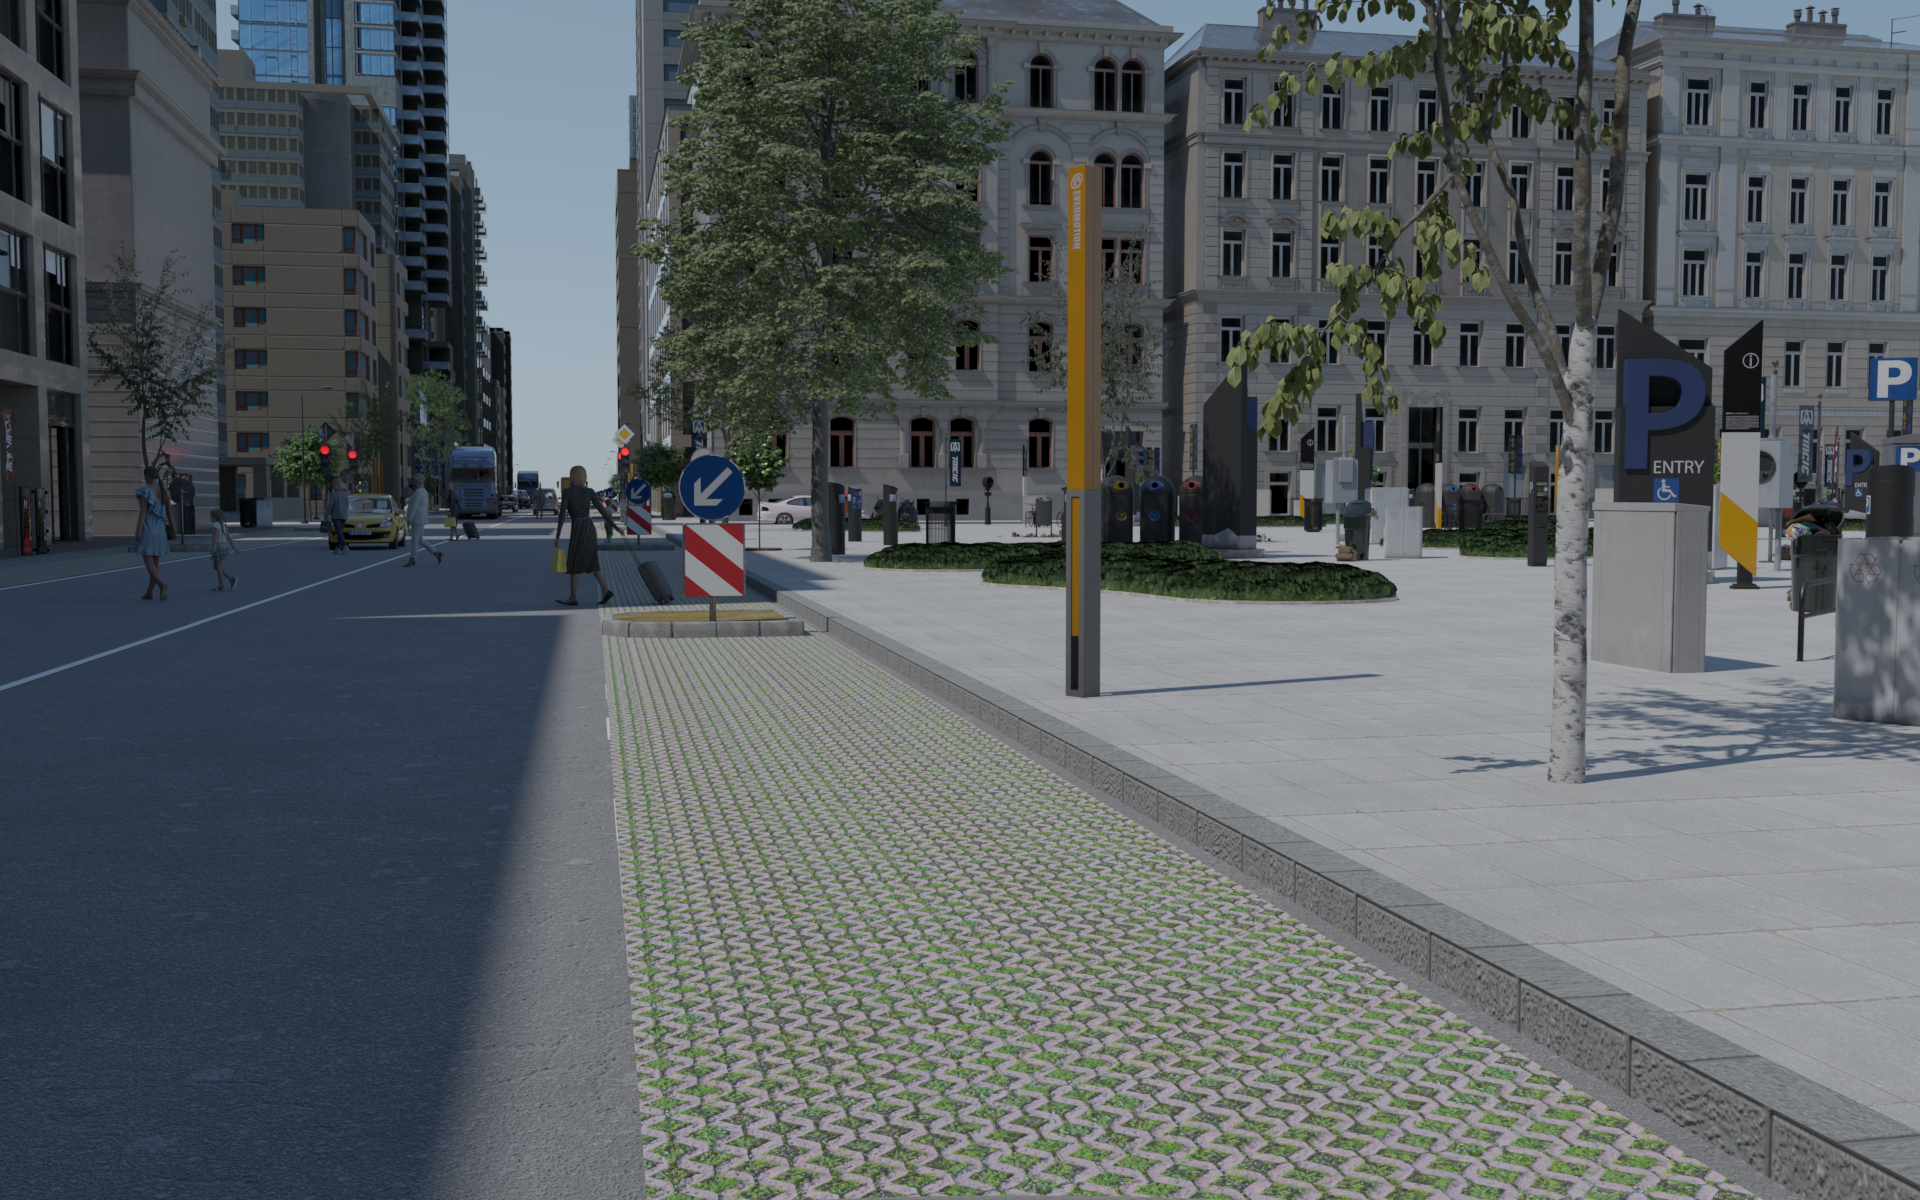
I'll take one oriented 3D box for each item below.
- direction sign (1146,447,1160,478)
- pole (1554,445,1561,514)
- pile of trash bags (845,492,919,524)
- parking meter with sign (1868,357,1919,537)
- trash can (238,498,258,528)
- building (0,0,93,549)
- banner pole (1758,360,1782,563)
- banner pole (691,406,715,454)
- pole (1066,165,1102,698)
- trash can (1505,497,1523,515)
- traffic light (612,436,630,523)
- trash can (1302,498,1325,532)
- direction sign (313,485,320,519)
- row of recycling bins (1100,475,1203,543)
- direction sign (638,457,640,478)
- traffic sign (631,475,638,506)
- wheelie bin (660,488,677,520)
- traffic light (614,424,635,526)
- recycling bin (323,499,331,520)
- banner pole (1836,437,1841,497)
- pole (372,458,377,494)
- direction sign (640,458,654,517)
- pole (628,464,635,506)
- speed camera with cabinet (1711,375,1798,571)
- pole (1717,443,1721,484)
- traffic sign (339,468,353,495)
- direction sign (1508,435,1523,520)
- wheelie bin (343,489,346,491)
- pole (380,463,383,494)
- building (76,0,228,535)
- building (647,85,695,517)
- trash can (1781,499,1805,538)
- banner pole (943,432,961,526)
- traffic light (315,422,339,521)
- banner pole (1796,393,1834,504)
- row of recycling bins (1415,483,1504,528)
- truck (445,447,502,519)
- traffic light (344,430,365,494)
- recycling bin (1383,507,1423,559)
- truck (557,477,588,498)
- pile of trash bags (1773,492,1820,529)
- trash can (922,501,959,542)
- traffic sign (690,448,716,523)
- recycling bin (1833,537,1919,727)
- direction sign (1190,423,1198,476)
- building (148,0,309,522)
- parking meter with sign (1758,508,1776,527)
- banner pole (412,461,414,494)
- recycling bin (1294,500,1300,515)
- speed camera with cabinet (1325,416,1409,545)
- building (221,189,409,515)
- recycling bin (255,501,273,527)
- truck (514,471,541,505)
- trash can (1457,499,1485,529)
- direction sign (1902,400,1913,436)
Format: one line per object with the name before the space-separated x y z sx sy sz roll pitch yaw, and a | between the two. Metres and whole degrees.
direction sign | 9.343 -5.620 83.877 0.876 3.537 0.379 -3 4 -38
pole | 24.921 -4.794 72.219 0.158 3.312 0.155 0 3 0
pile of trash bags | -3.318 -3.671 69.768 3.447 1.369 1.912 0 4 4
parking meter with sign | 11.661 -1.540 21.432 0.543 3.016 1.738 1 4 19
trash can | -27.175 -3.332 66.129 0.748 1.137 0.748 0 3 0
building | -29.676 -13.680 28.190 19.350 26.468 34.151 -1 4 -12
banner pole | 15.021 -2.599 32.509 0.401 3.779 0.863 -3 5 -43
banner pole | -7.214 -3.610 49.040 0.863 3.779 0.401 -2 4 -23
pole | 0.780 -1.043 10.900 0.158 3.312 0.155 0 3 0
trash can | 23.377 -3.761 73.145 0.748 1.137 0.748 0 3 0
traffic light | -15.157 -5.416 77.478 0.839 4.253 0.868 -1 4 -12
trash can | 11.869 -2.847 58.198 0.748 1.137 0.748 0 3 0
direction sign | -32.635 -5.855 87.730 0.379 3.537 0.876 2 4 33
row of recycling bins | 4.763 -1.907 38.295 3.534 1.692 1.069 1 4 17
direction sign | -19.532 -6.945 105.553 0.379 3.537 0.876 -1 4 -22
traffic sign | -21.742 -7.120 116.510 0.768 2.556 0.104 -1 4 -11
wheelie bin | -14.274 -4.700 84.756 0.693 1.594 0.980 -2 4 -30
traffic light | -13.488 -4.939 69.669 0.839 4.253 0.868 -1 4 -12
recycling bin | -31.265 -4.509 86.271 0.722 1.027 0.722 -2 4 -30
banner pole | 38.385 -5.270 76.179 0.863 3.779 0.401 0 4 -5
pole | -32.775 -6.311 97.021 0.158 3.312 0.155 0 3 0
direction sign | -17.522 -6.488 98.077 0.876 3.537 0.379 0 4 -6
pole | -22.095 -7.529 116.949 0.158 3.312 0.155 0 3 0
speed camera with cabinet | 12.890 -2.131 29.181 0.660 3.252 2.038 -3 5 -41
pole | 30.021 -4.561 68.415 0.158 3.312 0.155 0 3 0
traffic sign | -30.217 -5.220 85.453 0.768 2.556 0.104 0 4 -8
direction sign | 21.386 -4.571 66.728 0.876 3.537 0.379 -3 4 -38
wheelie bin | -35.666 -5.611 99.642 0.980 1.594 0.693 1 4 9
pole | -37.682 -7.278 112.833 0.158 3.312 0.155 0 3 0
building | -38.165 -13.162 57.007 24.055 21.916 13.314 -1 4 -12
building | -10.614 -19.087 116.588 19.350 26.468 34.151 -1 4 -12
trash can | 24.453 -2.406 50.994 0.748 1.137 0.748 0 3 0
banner pole | -0.344 -4.856 69.413 0.863 3.779 0.401 1 4 11
traffic light | -24.596 -4.793 67.288 0.839 4.253 0.868 -1 4 -12
banner pole | 21.112 -3.240 42.997 0.863 3.779 0.401 -1 4 -18
row of recycling bins | 19.015 -3.603 66.016 3.534 1.692 1.069 -1 4 -13
truck | -28.994 -7.000 104.210 2.967 4.110 18.799 -1 4 -14
traffic light | -26.265 -5.271 75.097 0.839 4.253 0.868 -1 4 -12
recycling bin | 8.882 -1.356 34.732 0.722 1.027 0.722 1 4 11
truck | -43.319 -12.100 193.765 3.469 3.379 9.791 -1 4 -13
pile of trash bags | 30.564 -3.256 62.984 1.912 1.369 3.447 3 5 41
trash can | -0.392 -1.430 35.028 0.748 1.137 0.748 0 3 0
traffic sign | -7.072 -2.927 47.956 0.768 2.556 0.104 0 4 -4
recycling bin | 5.486 0.166 9.837 0.722 1.027 0.722 -3 4 -39
direction sign | 7.533 -3.909 55.909 0.379 3.537 0.876 0 4 -7
building | -49.385 -23.863 82.033 32.217 40.220 23.993 -1 4 -12
parking meter with sign | 31.095 -4.311 66.742 1.738 3.016 0.543 1 4 21
banner pole | -41.252 -8.600 130.624 0.401 3.779 0.863 -2 4 -25
recycling bin | 13.987 -3.554 70.663 0.722 1.027 0.722 1 4 11
speed camera with cabinet | 10.373 -3.045 44.115 2.038 3.252 0.660 -1 4 -9
building | -53.108 -16.632 116.966 27.650 21.520 28.899 -1 4 -12
recycling bin | -27.246 -3.358 67.461 0.722 1.027 0.722 -3 4 -38
truck | -50.983 -13.195 205.499 2.967 4.110 18.799 -1 4 -12
trash can | 13.856 -2.163 47.014 0.748 1.137 0.748 0 3 0
direction sign | 19.374 -2.659 35.475 0.379 3.537 0.876 1 4 19
